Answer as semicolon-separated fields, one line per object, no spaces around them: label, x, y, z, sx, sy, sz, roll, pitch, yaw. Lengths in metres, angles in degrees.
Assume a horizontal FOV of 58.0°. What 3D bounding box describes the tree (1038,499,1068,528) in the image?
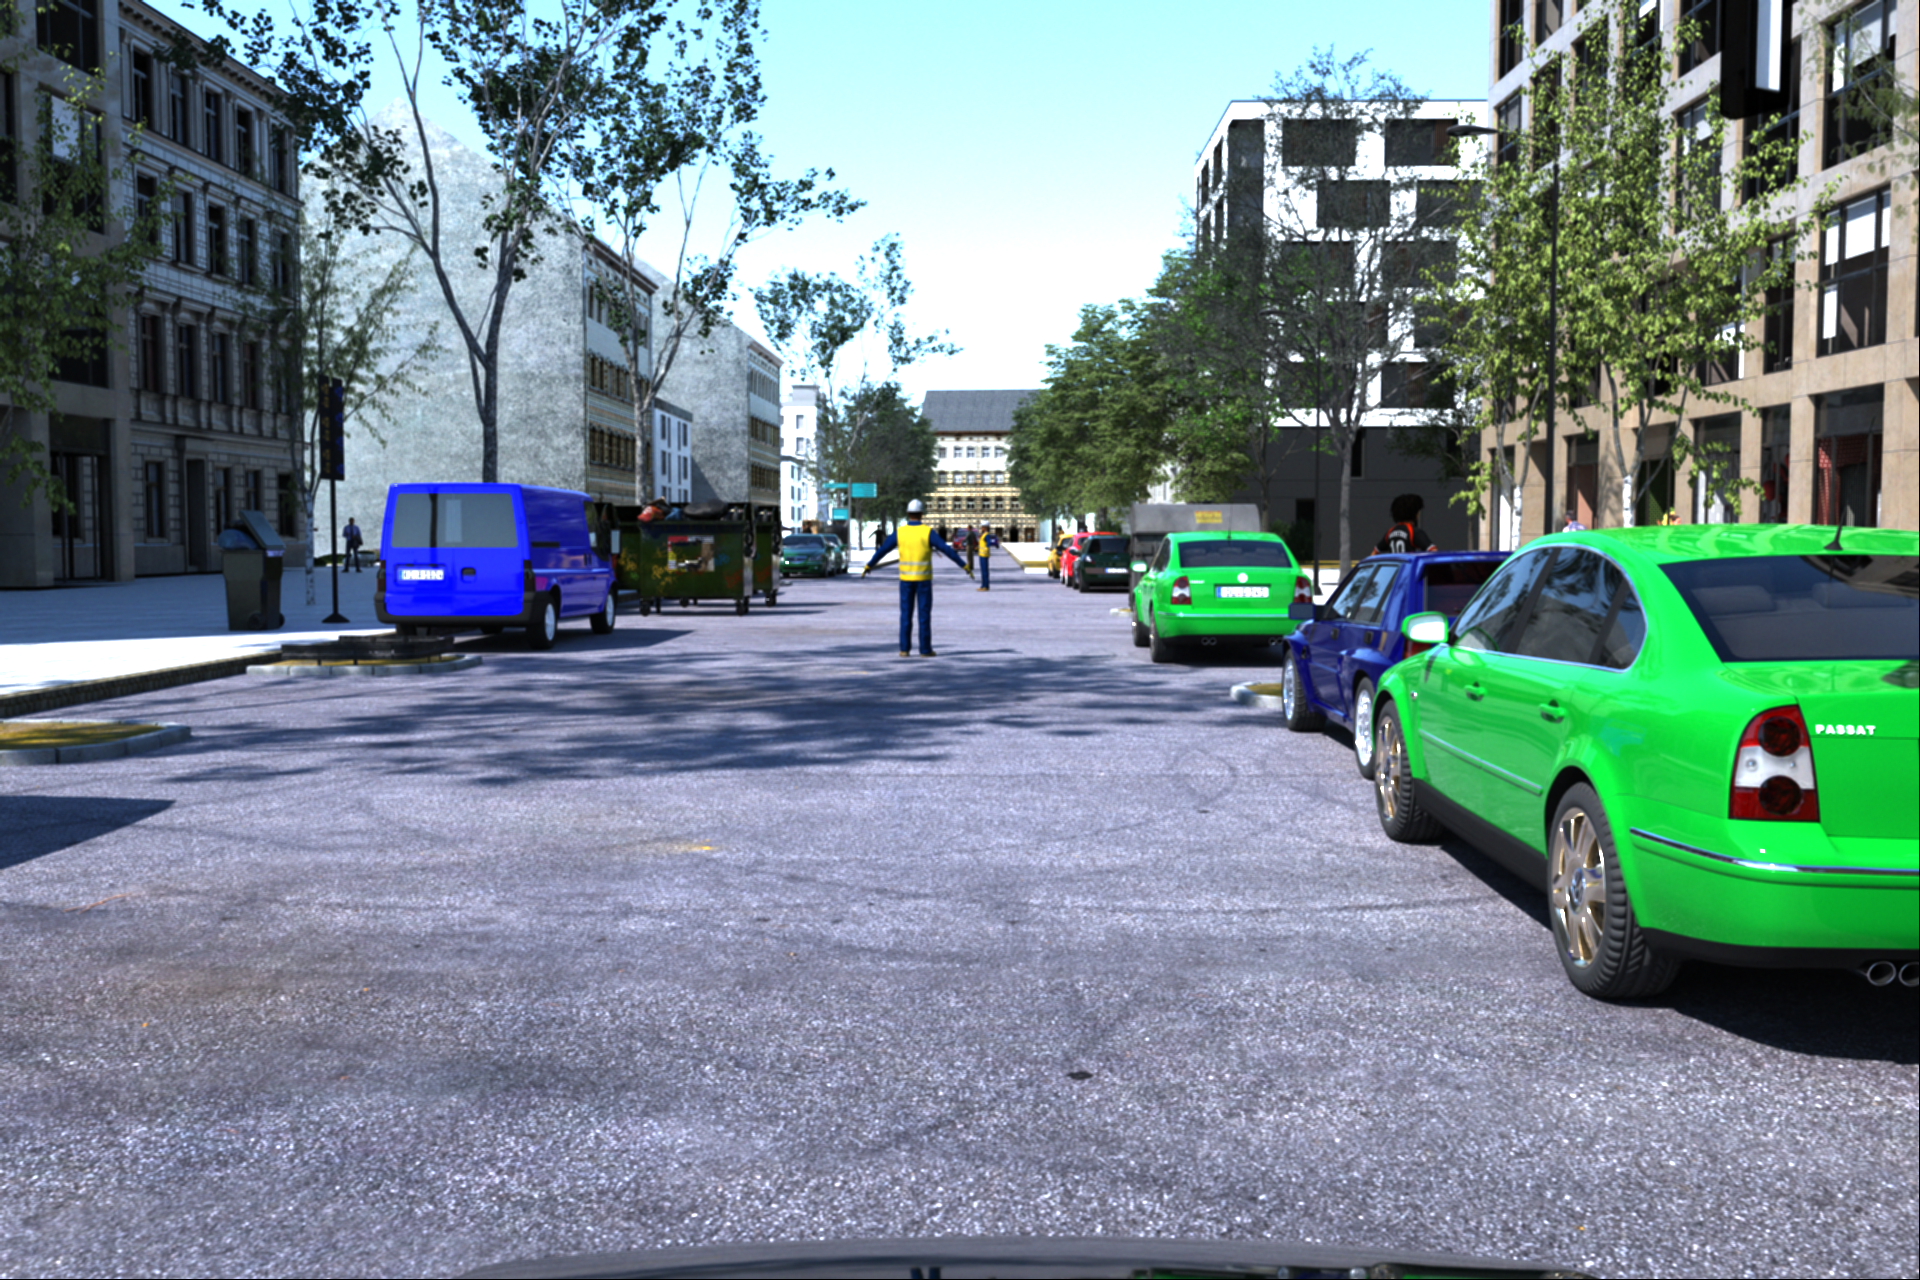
tree;9.483;-13.182;165.879;4.360;8.622;3.978;0;3;0

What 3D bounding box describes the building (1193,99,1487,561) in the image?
building;26.918;-15.539;98.036;27.936;21.610;32.646;0;4;1

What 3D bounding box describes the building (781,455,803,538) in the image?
building;-22.484;-15.653;198.080;9.099;9.664;28.070;0;4;0

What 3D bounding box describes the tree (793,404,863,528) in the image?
tree;-7.332;-9.043;98.218;4.360;8.622;3.978;0;3;0

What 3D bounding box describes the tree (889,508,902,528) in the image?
tree;-9.162;-18.926;259.801;4.737;8.622;4.395;0;3;0

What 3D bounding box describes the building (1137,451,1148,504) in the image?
building;29.854;-22.111;192.435;19.493;23.208;18.063;0;4;1

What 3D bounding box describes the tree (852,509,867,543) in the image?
tree;-14.202;-19.047;261.774;4.360;8.622;3.978;0;3;0

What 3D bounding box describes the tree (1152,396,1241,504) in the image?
tree;10.159;-7.820;78.215;4.360;8.622;3.978;0;3;0

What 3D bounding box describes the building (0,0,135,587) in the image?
building;-30.756;-13.623;25.937;19.351;26.588;34.151;0;4;2

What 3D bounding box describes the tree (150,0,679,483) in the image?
tree;-12.891;-11.473;43.468;12.611;20.169;13.585;0;3;0

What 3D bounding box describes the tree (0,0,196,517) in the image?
tree;-12.216;-4.365;21.737;4.737;8.622;4.395;0;3;0

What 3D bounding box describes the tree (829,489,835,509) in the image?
tree;-23.346;-21.524;262.290;12.009;13.543;11.850;0;3;0

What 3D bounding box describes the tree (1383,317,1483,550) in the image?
tree;21.433;-8.395;71.672;7.601;10.594;8.767;-3;5;-44

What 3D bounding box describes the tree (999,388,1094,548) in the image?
tree;8.216;-14.860;149.616;9.857;13.997;8.962;0;3;0

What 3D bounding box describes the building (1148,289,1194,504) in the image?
building;24.256;-16.263;132.350;16.747;18.905;31.486;0;4;1

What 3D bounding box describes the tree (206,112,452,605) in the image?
tree;-11.937;-4.931;30.988;4.360;8.622;3.978;0;3;0

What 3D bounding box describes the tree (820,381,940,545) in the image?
tree;-6.484;-14.517;144.000;9.857;13.997;8.962;0;3;0

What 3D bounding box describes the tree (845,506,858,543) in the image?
tree;-15.045;-18.653;255.335;4.360;8.622;3.978;0;3;0

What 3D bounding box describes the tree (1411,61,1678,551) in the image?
tree;9.232;-4.759;28.168;4.737;8.622;4.395;0;3;0

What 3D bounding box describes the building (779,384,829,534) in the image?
building;-22.903;-22.208;219.525;16.016;20.090;11.380;0;4;2

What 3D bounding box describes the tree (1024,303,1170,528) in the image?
tree;7.007;-10.234;85.451;7.486;12.596;7.792;0;3;0

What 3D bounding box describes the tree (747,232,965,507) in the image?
tree;-6.514;-15.450;108.503;12.611;20.169;13.585;0;3;0

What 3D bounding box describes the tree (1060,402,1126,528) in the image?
tree;7.590;-8.801;94.262;4.737;8.622;4.395;0;3;0

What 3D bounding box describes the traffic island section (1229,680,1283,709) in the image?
traffic island section;3.377;0.482;14.987;1.991;0.108;1.994;0;4;1

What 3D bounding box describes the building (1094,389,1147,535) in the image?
building;27.153;-24.021;223.677;19.493;23.208;18.063;0;4;1

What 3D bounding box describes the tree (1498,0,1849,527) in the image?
tree;8.967;-4.428;22.761;4.737;8.622;4.395;0;3;0

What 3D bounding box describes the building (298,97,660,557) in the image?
building;-28.113;-16.256;96.717;19.493;23.208;18.063;0;4;1

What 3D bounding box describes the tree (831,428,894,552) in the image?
tree;-7.331;-10.434;120.956;4.360;8.622;3.978;0;3;0

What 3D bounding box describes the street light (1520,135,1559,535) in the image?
street light;7.297;-2.888;19.766;1.470;5.913;1.316;0;4;1

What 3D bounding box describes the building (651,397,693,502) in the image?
building;-23.105;-10.903;120.407;9.099;9.664;28.070;0;3;0

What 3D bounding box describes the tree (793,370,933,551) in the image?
tree;-7.499;-13.433;130.000;12.009;13.543;11.850;0;3;0

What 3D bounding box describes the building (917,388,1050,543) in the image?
building;3.853;-26.150;260.940;18.063;23.208;19.493;0;4;7

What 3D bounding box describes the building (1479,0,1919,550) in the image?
building;26.850;-14.504;40.350;19.350;26.588;34.151;0;4;1

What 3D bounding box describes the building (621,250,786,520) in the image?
building;-25.323;-19.117;143.499;19.493;23.208;18.063;0;4;2

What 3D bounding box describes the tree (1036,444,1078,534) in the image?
tree;8.104;-10.735;125.886;4.360;8.622;3.978;0;3;0

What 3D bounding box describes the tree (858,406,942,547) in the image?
tree;-6.552;-16.149;170.687;9.857;13.997;8.962;0;3;0

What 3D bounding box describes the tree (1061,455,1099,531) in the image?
tree;8.148;-10.398;120.363;4.360;8.622;3.978;0;3;0

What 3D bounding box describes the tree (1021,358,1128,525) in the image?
tree;7.876;-11.885;112.451;7.486;12.596;7.792;0;3;0

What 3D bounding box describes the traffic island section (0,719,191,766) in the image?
traffic island section;-6.367;0.688;11.617;1.991;0.108;1.994;0;4;1

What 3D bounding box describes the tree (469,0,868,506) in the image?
tree;-9.661;-12.415;58.868;12.611;20.169;13.585;0;3;0

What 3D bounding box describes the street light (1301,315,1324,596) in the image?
street light;7.958;-3.875;35.897;1.470;5.913;1.316;0;4;1

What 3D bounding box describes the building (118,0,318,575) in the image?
building;-28.415;-11.605;53.365;10.561;19.211;19.286;0;4;1

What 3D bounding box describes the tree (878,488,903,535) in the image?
tree;-6.309;-12.415;153.350;4.360;8.622;3.978;0;3;0

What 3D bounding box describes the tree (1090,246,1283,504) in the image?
tree;9.117;-9.248;69.336;7.486;12.596;7.792;0;3;0
